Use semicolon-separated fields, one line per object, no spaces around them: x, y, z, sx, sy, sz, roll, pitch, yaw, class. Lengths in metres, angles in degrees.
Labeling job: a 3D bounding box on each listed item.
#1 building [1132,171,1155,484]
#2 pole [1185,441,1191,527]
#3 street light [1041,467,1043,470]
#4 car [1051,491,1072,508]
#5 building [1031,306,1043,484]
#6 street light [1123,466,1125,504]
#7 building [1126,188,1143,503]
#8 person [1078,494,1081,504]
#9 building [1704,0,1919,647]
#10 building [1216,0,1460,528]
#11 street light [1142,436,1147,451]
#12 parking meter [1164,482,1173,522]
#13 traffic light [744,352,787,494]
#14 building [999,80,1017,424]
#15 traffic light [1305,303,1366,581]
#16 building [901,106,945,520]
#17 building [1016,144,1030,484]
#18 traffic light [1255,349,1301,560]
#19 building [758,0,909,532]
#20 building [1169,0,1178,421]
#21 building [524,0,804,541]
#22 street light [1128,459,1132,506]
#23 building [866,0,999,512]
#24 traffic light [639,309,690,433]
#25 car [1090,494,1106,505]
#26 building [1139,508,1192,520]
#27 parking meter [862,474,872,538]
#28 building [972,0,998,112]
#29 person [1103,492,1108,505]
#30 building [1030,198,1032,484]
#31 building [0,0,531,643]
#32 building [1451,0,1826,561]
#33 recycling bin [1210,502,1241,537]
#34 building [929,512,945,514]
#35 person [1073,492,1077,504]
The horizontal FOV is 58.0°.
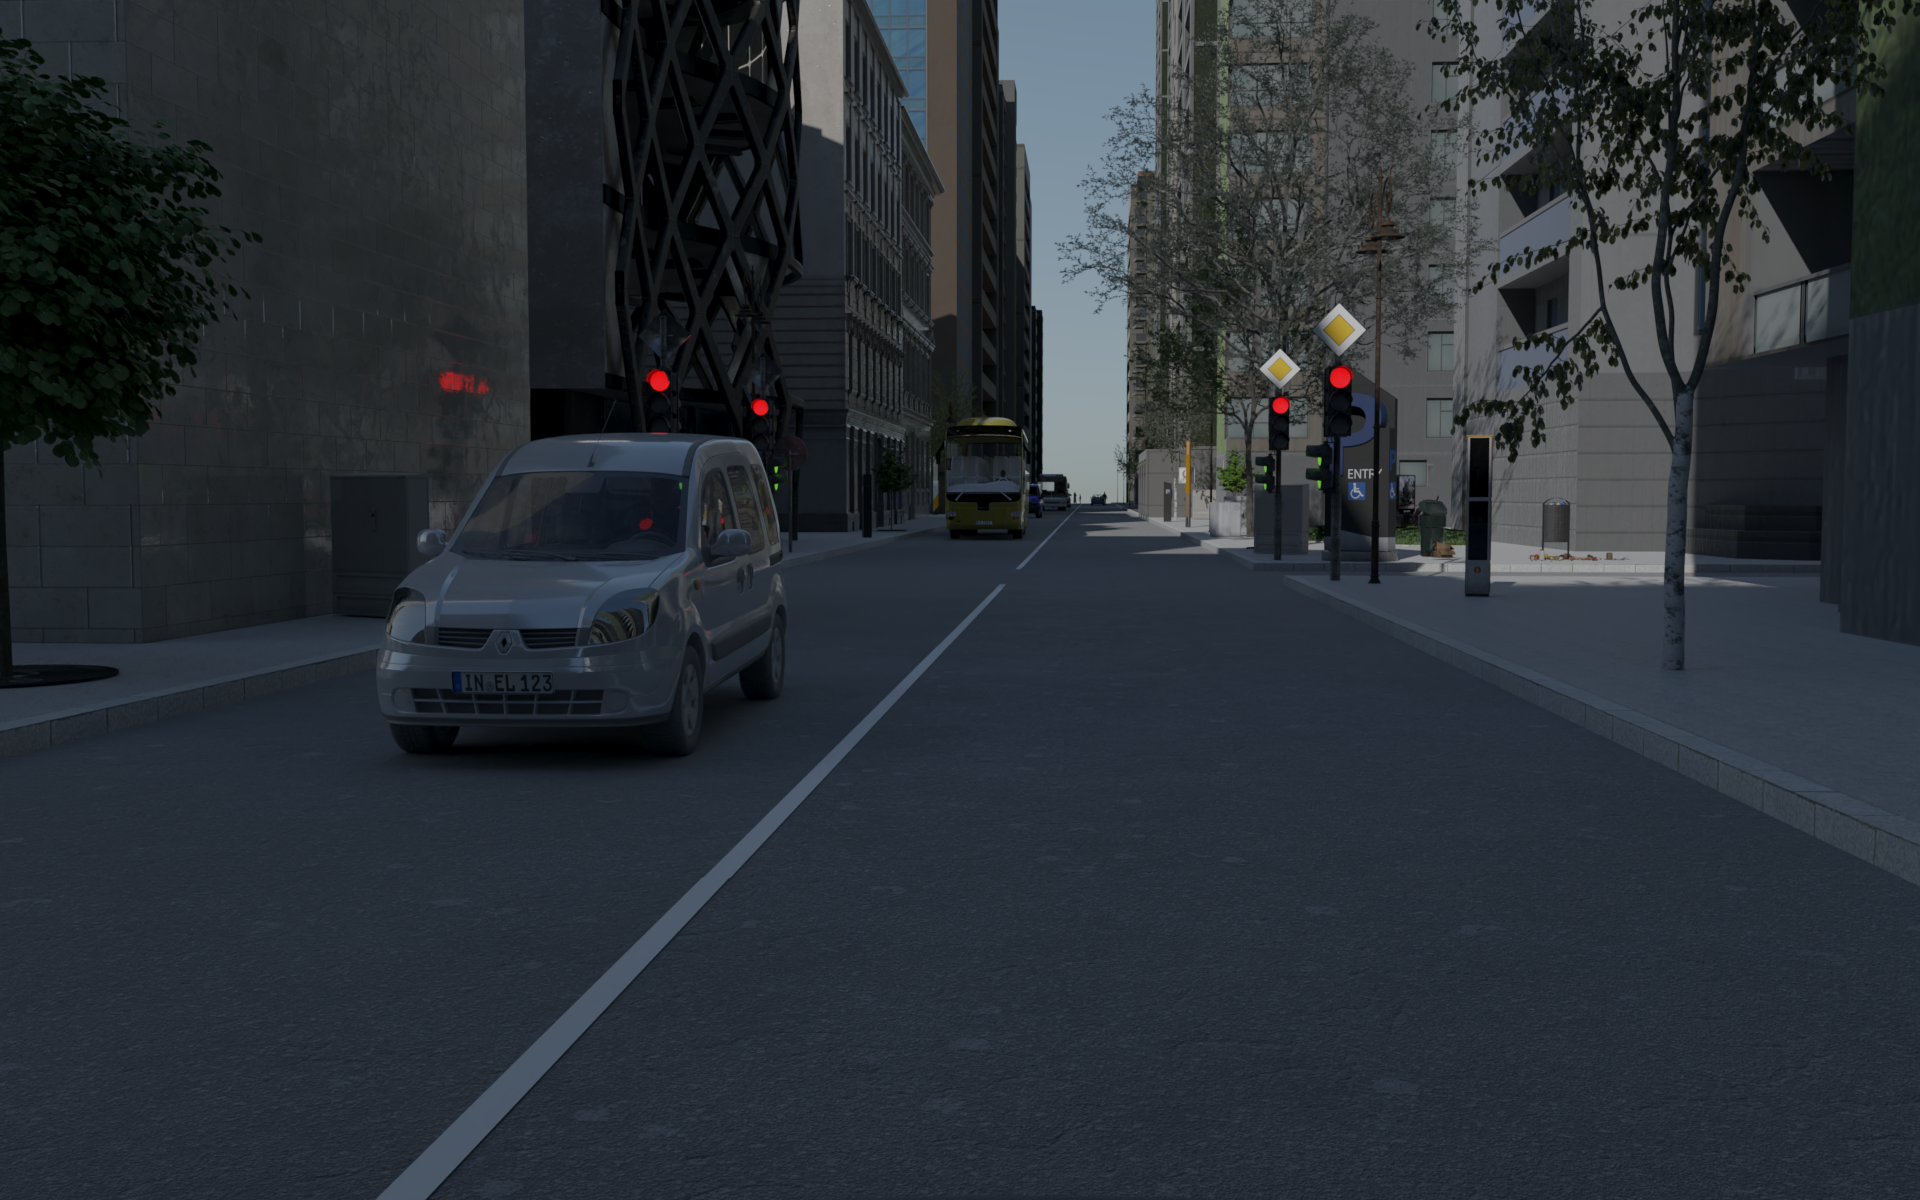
34.184;-35.179;229.802;22.147;44.769;28.867;0;4;4;building
8.765;-4.442;66.467;0.158;3.312;0.155;0;3;0;pole
11.561;-16.590;244.039;0.468;5.910;1.993;0;4;4;street light
10.605;-10.586;181.759;2.281;1.827;5.304;0;4;5;car
5.341;-29.974;261.773;14.160;30.474;14.107;0;4;4;building
20.517;-14.929;216.883;0.468;5.910;1.993;0;4;4;street light
35.507;-38.626;255.232;21.300;48.544;21.600;0;4;4;building
17.123;-14.401;247.214;0.557;1.426;1.065;-1;4;-17;person
15.296;-20.330;15.987;14.154;41.232;14.086;0;4;4;building
17.775;-23.752;71.945;14.154;41.232;14.086;0;4;4;building
14.315;-9.880;134.324;0.468;5.910;1.993;0;4;4;street light
9.612;-4.543;79.994;0.399;1.863;0.255;0;4;8;parking meter
-3.874;-2.777;34.321;0.839;4.253;0.868;0;4;4;traffic light
-1.875;-29.545;166.652;14.154;41.232;14.086;0;4;4;building
5.557;-2.244;25.618;0.839;4.253;0.868;0;4;4;traffic light
-7.381;-15.312;86.506;11.583;22.565;21.152;0;4;4;building
-1.778;-37.018;228.937;21.300;48.544;21.600;0;4;4;building
6.160;-2.731;33.580;0.839;4.253;0.868;0;4;4;traffic light
-7.761;-13.304;66.677;9.793;20.994;18.267;0;4;4;building
29.363;-32.803;125.569;28.713;52.752;27.495;0;4;4;building
-12.676;-10.796;43.960;16.820;18.784;16.811;0;4;4;building
18.070;-12.942;184.394;0.468;5.910;1.993;0;4;4;street light
-3.858;-30.728;152.520;14.600;45.320;14.200;0;4;4;building
-4.477;-2.290;26.359;0.839;4.253;0.868;0;4;4;traffic light
17.532;-12.732;220.168;2.014;1.417;4.499;0;4;6;car
20.672;-40.241;96.185;20.563;71.187;20.611;0;4;4;building
-2.746;-2.775;51.087;0.255;1.863;0.399;-1;4;-11;parking meter
-8.282;-31.235;134.400;21.300;48.544;21.600;0;4;4;building
18.790;-13.199;224.851;0.434;1.755;0.990;-3;5;-43;person
3.056;-36.499;246.865;14.600;45.320;14.200;0;4;4;building
-14.995;-10.110;20.047;16.860;20.320;10.420;0;4;4;building
28.034;-30.476;40.288;28.212;58.520;21.231;0;4;4;building
7.971;-2.413;52.009;0.722;1.027;0.722;-1;4;-17;recycling bin
-6.553;-28.522;116.450;14.600;45.320;14.200;0;4;4;building
17.358;-15.425;261.366;0.621;1.740;0.551;3;4;38;person
